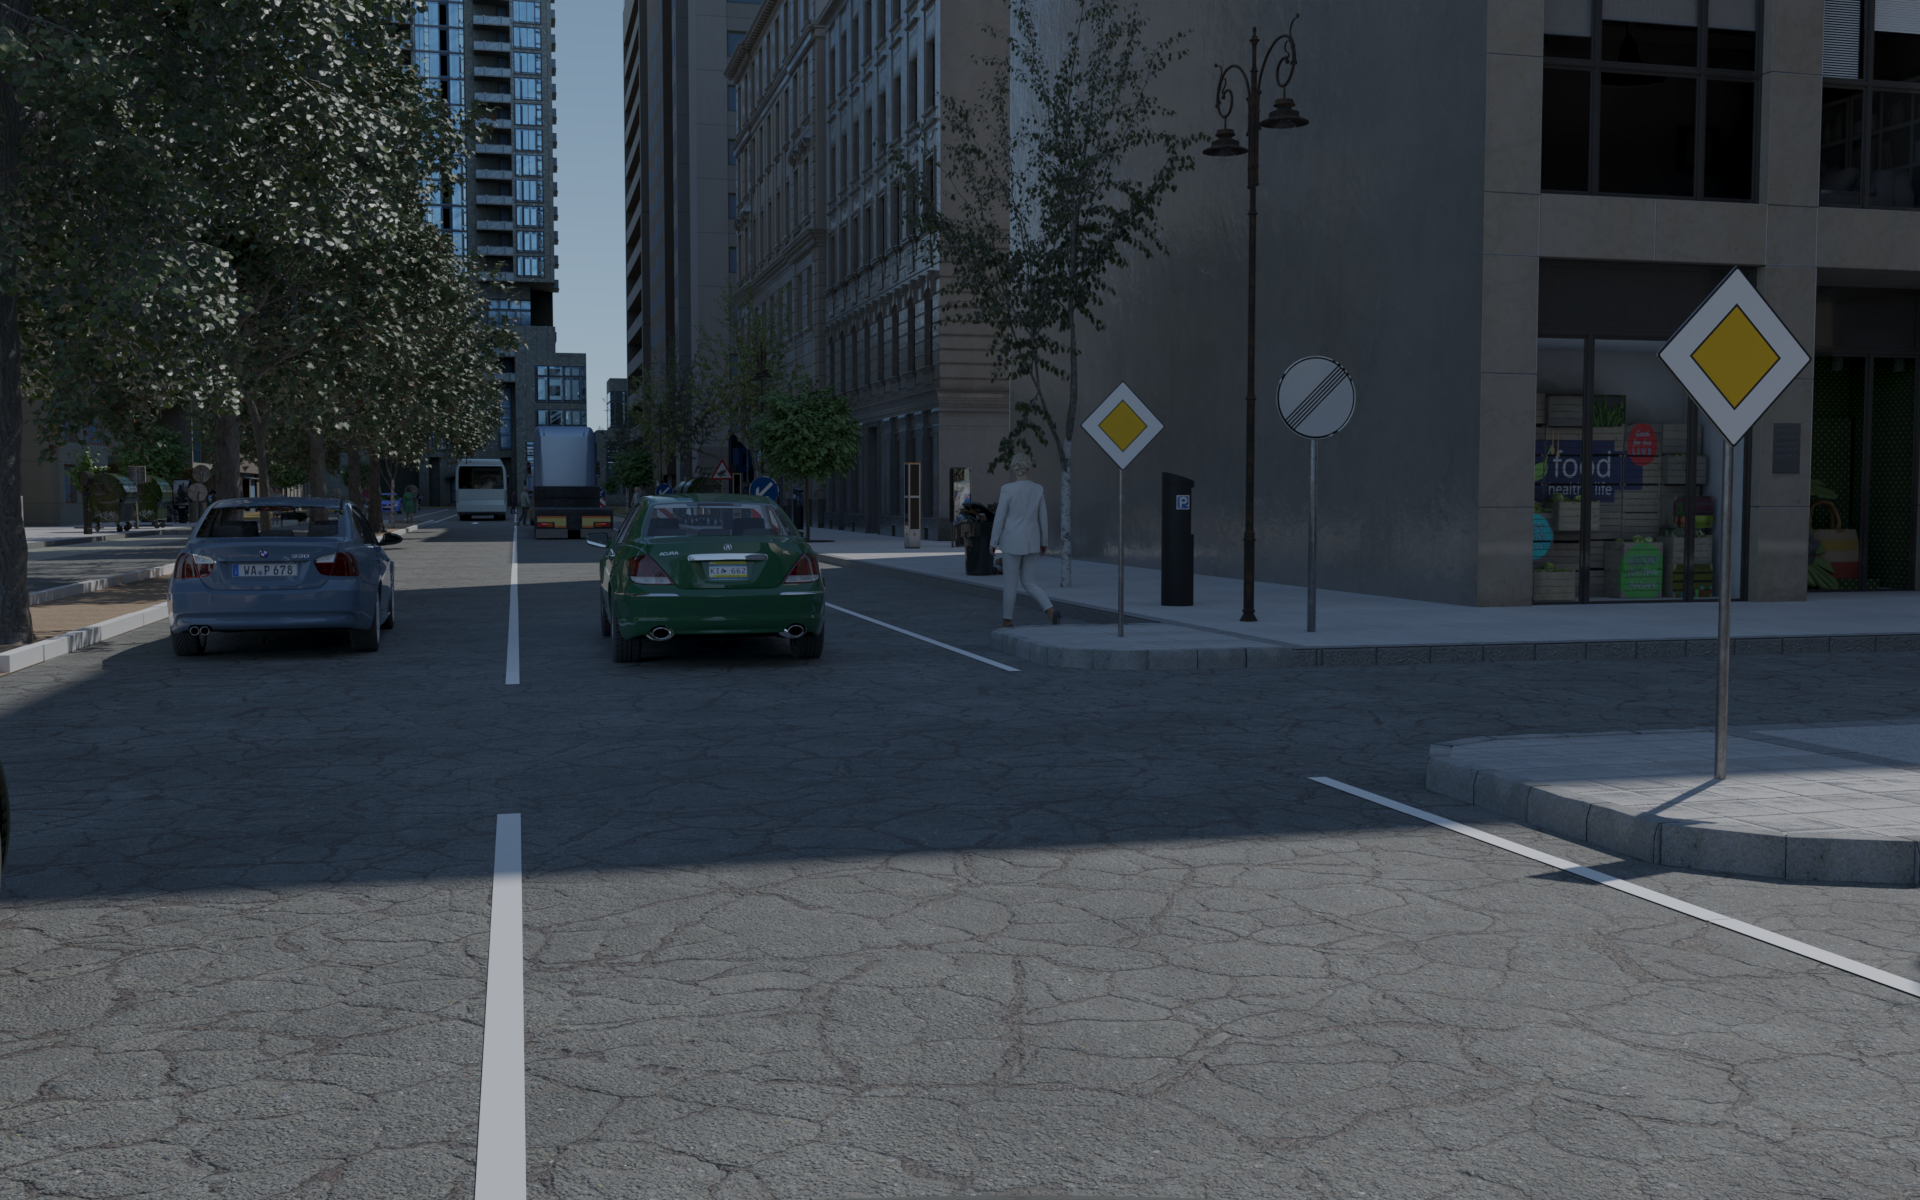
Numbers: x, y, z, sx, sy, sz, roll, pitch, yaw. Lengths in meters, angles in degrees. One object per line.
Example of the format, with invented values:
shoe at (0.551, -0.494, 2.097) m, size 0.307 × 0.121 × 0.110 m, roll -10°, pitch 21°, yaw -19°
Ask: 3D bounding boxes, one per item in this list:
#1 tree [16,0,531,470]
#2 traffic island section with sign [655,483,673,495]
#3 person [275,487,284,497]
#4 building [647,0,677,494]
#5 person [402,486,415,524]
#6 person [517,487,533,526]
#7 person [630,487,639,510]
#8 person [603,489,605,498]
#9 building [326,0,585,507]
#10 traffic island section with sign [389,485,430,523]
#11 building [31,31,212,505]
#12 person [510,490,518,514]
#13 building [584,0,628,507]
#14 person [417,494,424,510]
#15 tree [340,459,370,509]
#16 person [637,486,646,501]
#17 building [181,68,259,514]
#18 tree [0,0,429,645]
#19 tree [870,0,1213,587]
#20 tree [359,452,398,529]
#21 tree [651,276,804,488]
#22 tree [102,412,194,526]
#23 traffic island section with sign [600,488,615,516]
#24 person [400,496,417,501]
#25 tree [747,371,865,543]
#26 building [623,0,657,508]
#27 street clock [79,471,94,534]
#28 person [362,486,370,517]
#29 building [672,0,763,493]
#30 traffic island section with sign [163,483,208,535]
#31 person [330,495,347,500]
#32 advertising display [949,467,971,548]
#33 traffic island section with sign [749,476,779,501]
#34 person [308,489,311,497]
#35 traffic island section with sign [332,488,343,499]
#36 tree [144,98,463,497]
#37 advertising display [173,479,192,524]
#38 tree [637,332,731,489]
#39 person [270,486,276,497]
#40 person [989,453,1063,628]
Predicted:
tree at (-11.893, -6.630, 27.870) m, size 9.611 × 12.733 × 9.660 m, roll 0°, pitch 3°, yaw 0°
traffic island section with sign at (-11.352, -3.481, 65.541) m, size 1.989 × 1.847 × 2.006 m, roll -1°, pitch 4°, yaw -14°
person at (-29.093, -3.957, 73.940) m, size 0.466 × 1.731 × 0.760 m, roll -1°, pitch 4°, yaw -17°
building at (-16.299, -29.522, 132.797) m, size 14.600 × 45.320 × 14.200 m, roll -1°, pitch 4°, yaw -14°
person at (-26.376, -4.534, 82.880) m, size 0.600 × 1.795 × 0.529 m, roll -2°, pitch 4°, yaw -28°
person at (-19.403, -4.181, 77.339) m, size 0.782 × 1.767 × 0.515 m, roll 3°, pitch 5°, yaw 42°
person at (-15.547, -4.551, 83.387) m, size 0.782 × 1.767 × 0.515 m, roll 2°, pitch 4°, yaw 30°
person at (-24.513, -6.744, 118.762) m, size 0.705 × 1.824 × 1.348 m, roll 0°, pitch 4°, yaw -8°
building at (-55.064, -52.948, 178.379) m, size 31.000 × 86.520 × 22.319 m, roll -1°, pitch 4°, yaw -14°
traffic island section with sign at (-27.101, -4.730, 85.477) m, size 2.006 × 1.907 × 1.989 m, roll -1°, pitch 4°, yaw -14°
building at (-56.396, -30.728, 91.638) m, size 28.713 × 52.752 × 27.495 m, roll -1°, pitch 4°, yaw -14°
person at (-32.271, -7.087, 125.286) m, size 0.530 × 1.710 × 0.541 m, roll -1°, pitch 4°, yaw -12°
building at (-24.094, -53.401, 185.769) m, size 31.000 × 86.520 × 22.319 m, roll -1°, pitch 4°, yaw -14°
person at (-47.506, -8.611, 152.528) m, size 0.697 × 1.427 × 0.421 m, roll -2°, pitch 4°, yaw -34°
tree at (-52.368, -10.226, 150.915) m, size 4.285 × 4.588 × 4.351 m, roll 0°, pitch 3°, yaw 0°
person at (-14.379, -4.248, 78.060) m, size 0.767 × 1.812 × 0.694 m, roll 1°, pitch 4°, yaw 21°
building at (-54.542, -28.362, 113.826) m, size 14.600 × 45.320 × 14.200 m, roll -1°, pitch 4°, yaw -14°
tree at (-9.302, -6.556, 16.295) m, size 9.857 × 13.997 × 8.962 m, roll 0°, pitch 3°, yaw 0°
tree at (1.228, -4.484, 23.675) m, size 4.360 × 8.622 × 3.978 m, roll 0°, pitch 3°, yaw 0°
tree at (-23.431, -7.247, 71.302) m, size 4.360 × 8.622 × 3.978 m, roll 0°, pitch 3°, yaw 0°
tree at (-6.906, -6.564, 57.687) m, size 4.737 × 8.622 × 4.395 m, roll 0°, pitch 3°, yaw 0°
tree at (-32.750, -5.275, 69.965) m, size 4.285 × 4.588 × 4.351 m, roll 0°, pitch 3°, yaw 0°
traffic island section with sign at (-23.866, -6.465, 114.330) m, size 1.989 × 1.847 × 2.006 m, roll -1°, pitch 4°, yaw -14°
person at (-38.943, -6.926, 122.454) m, size 1.217 × 1.743 × 0.721 m, roll -1°, pitch 4°, yaw -14°
tree at (-4.089, -3.838, 46.473) m, size 4.285 × 4.588 × 4.351 m, roll 0°, pitch 3°, yaw 0°
building at (-17.825, -32.288, 151.605) m, size 21.300 × 48.544 × 21.600 m, roll -1°, pitch 4°, yaw -14°
street clock at (-27.741, -3.087, 55.043) m, size 0.471 × 2.002 × 0.358 m, roll 2°, pitch 4°, yaw 28°
person at (-27.210, -4.341, 79.442) m, size 0.573 × 1.828 × 0.580 m, roll 1°, pitch 4°, yaw 14°
building at (-8.068, -34.900, 112.612) m, size 21.231 × 58.520 × 28.212 m, roll -1°, pitch 4°, yaw -14°
traffic island section with sign at (-27.079, -3.234, 61.498) m, size 1.989 × 1.847 × 2.006 m, roll -1°, pitch 4°, yaw -14°
person at (-40.349, -6.345, 112.251) m, size 1.348 × 1.824 × 0.705 m, roll -3°, pitch 5°, yaw -42°
advertising display at (0.010, -2.245, 41.927) m, size 0.123 × 1.923 × 0.974 m, roll 2°, pitch 4°, yaw 26°
traffic island section with sign at (-4.665, -1.884, 39.426) m, size 1.989 × 1.847 × 2.006 m, roll -1°, pitch 4°, yaw -14°
person at (-30.626, -4.428, 81.902) m, size 0.512 × 1.701 × 0.522 m, roll -1°, pitch 4°, yaw -9°
traffic island section with sign at (-39.533, -6.208, 110.135) m, size 1.989 × 1.847 × 2.006 m, roll -1°, pitch 4°, yaw -14°
tree at (-14.524, -6.077, 36.232) m, size 8.767 × 10.594 × 7.601 m, roll -1°, pitch 4°, yaw -14°
advertising display at (-33.878, -4.296, 75.461) m, size 0.974 × 1.923 × 0.123 m, roll 1°, pitch 4°, yaw 22°
tree at (-12.372, -7.824, 78.292) m, size 4.360 × 8.622 × 3.978 m, roll 0°, pitch 3°, yaw 0°
person at (-31.572, -4.314, 79.373) m, size 0.599 × 1.781 × 0.374 m, roll 0°, pitch 4°, yaw -2°
person at (0.656, -0.548, 17.346) m, size 0.818 × 1.842 × 0.514 m, roll 3°, pitch 5°, yaw 41°
